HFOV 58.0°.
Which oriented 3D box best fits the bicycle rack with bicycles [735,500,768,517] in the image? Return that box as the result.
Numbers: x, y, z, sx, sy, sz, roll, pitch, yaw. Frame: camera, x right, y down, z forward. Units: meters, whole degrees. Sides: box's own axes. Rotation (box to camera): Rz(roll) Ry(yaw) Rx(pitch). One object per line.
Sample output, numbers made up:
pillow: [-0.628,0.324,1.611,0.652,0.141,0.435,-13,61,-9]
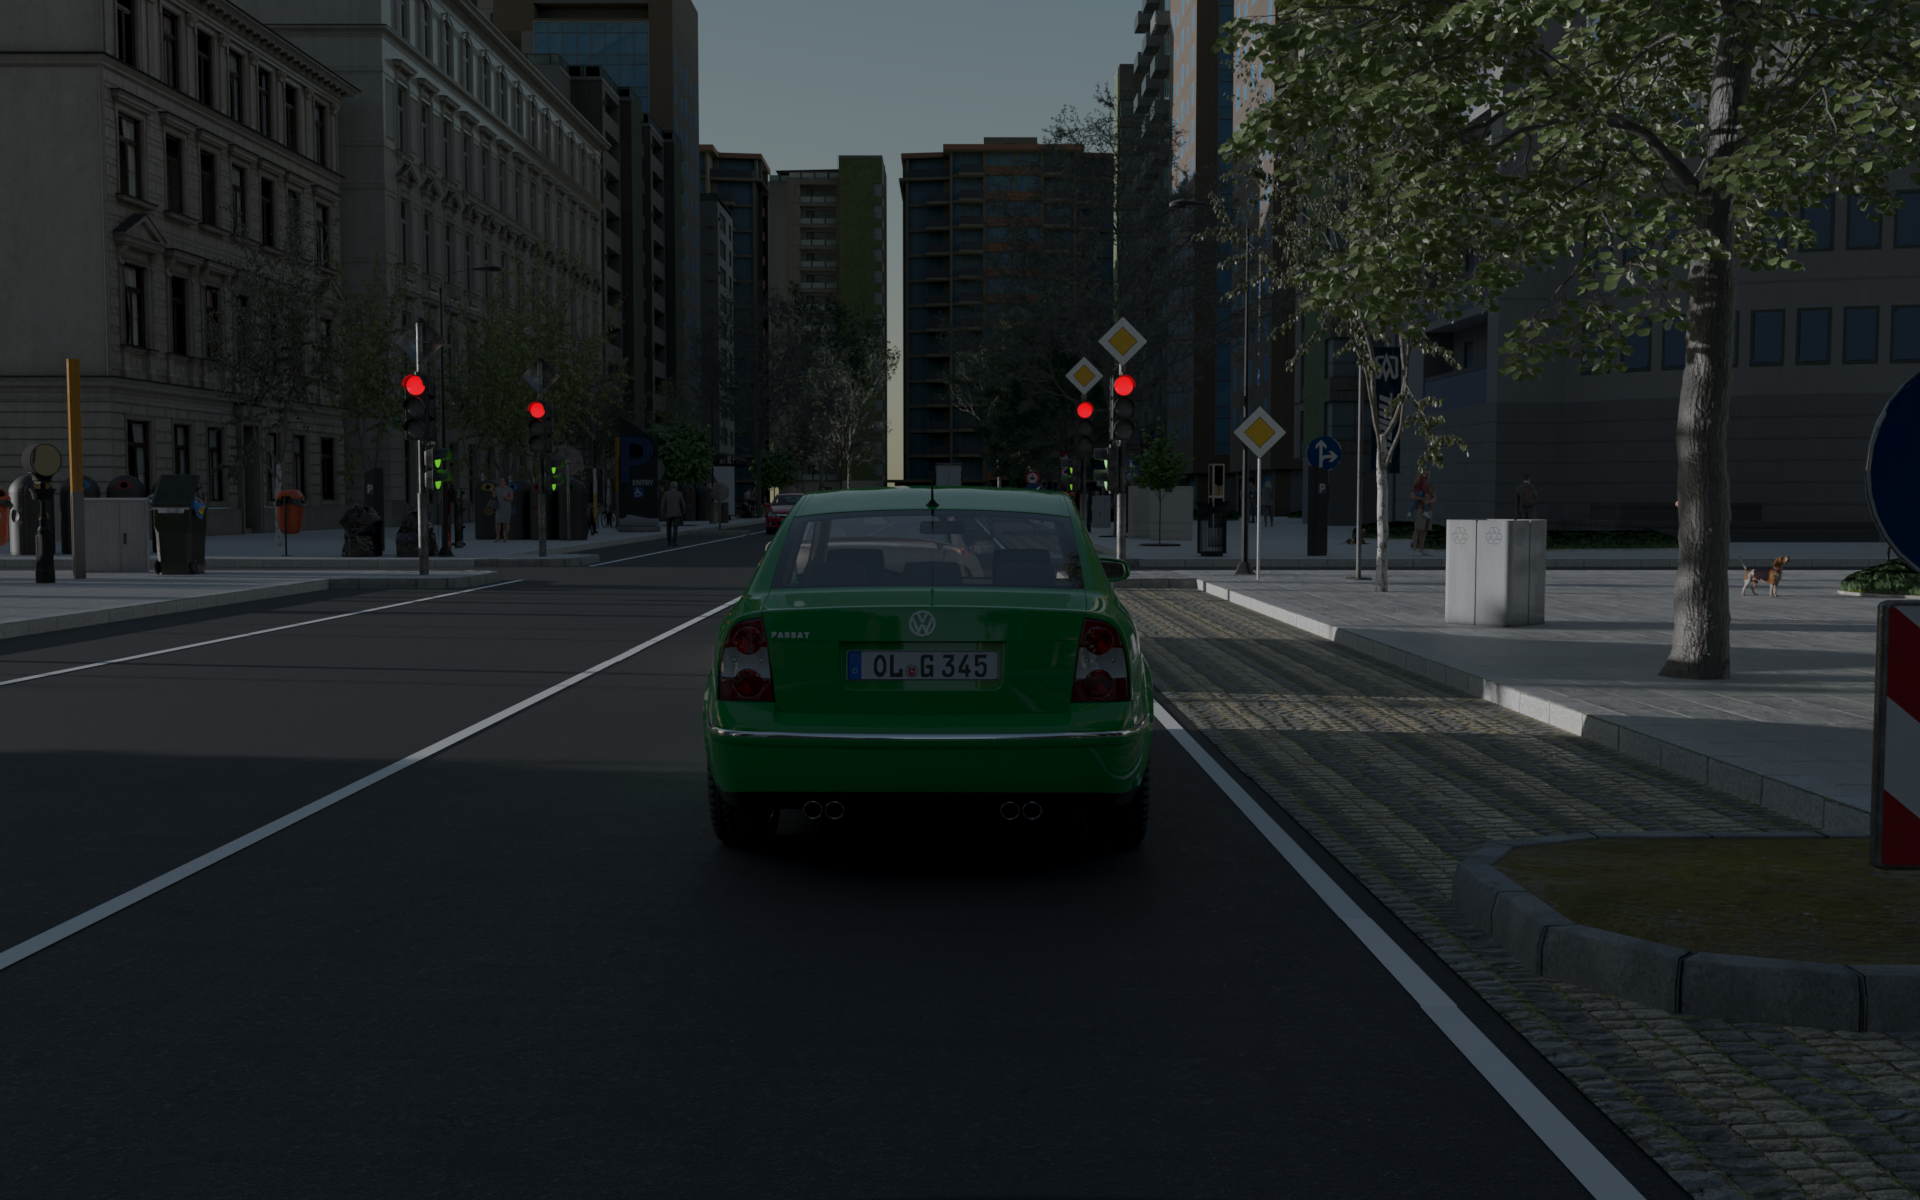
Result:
bicycle rack with bicycles: [-12.344,-5.397,101.624,2.852,0.926,2.925,1,4,21]

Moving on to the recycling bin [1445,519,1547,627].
recycling bin: [5.294,-0.279,17.116,0.722,1.027,0.722,-3,5,-42]

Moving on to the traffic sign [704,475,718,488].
traffic sign: [-12.091,-5.103,83.432,0.884,2.594,0.081,0,4,8]

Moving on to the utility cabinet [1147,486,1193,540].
utility cabinet: [5.896,-2.422,48.284,1.173,1.500,0.318,1,4,14]

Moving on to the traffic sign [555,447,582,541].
traffic sign: [-10.617,-2.865,46.956,0.768,2.556,0.104,0,4,1]

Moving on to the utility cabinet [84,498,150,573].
utility cabinet: [-13.880,-1.055,28.411,1.020,1.237,0.306,-1,4,-15]

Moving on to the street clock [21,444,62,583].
street clock: [-13.188,-1.245,24.920,0.358,2.002,0.471,2,4,31]

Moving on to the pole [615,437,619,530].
pole: [-12.236,-4.170,62.023,0.158,3.312,0.155,0,3,0]

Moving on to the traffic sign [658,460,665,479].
traffic sign: [-11.124,-3.850,63.061,0.768,2.556,0.104,1,4,9]

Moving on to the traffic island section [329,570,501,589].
traffic island section: [-8.549,-0.324,27.572,2.009,0.180,2.903,0,4,0]

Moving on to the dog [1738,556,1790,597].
dog: [10.078,-0.300,21.729,0.540,0.507,0.406,1,4,16]

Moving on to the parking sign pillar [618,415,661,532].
parking sign pillar: [-10.898,-4.296,58.714,1.447,3.967,1.447,0,4,-4]

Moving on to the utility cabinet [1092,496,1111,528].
utility cabinet: [5.375,-3.351,65.951,0.306,1.237,1.020,-1,4,-23]

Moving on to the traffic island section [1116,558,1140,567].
traffic island section: [2.556,-0.815,35.602,2.009,0.180,2.903,0,4,0]

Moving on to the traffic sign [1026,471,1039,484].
traffic sign: [4.029,-5.887,96.357,0.768,2.556,0.104,0,4,8]

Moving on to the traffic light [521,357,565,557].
traffic light: [-8.545,-2.844,35.422,0.839,4.253,0.868,0,4,0]

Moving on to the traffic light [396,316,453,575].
traffic light: [-8.509,-2.356,27.437,0.839,4.253,0.868,0,4,0]

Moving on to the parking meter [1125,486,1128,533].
parking meter: [5.374,-2.980,57.128,0.372,1.533,0.369,0,3,0]

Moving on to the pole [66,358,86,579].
pole: [-13.371,-1.979,26.205,0.158,3.312,0.155,0,3,0]

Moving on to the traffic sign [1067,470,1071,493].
traffic sign: [5.374,-5.325,87.169,0.768,2.556,0.104,1,4,9]

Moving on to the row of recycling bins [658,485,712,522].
row of recycling bins: [-13.259,-4.560,81.675,1.069,1.692,3.534,3,5,44]

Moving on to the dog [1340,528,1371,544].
dog: [10.073,-1.619,44.200,0.748,0.427,0.550,2,4,27]

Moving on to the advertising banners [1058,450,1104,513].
advertising banners: [4.887,-4.505,69.843,2.074,3.025,0.090,-1,4,-23]

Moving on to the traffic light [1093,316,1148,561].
traffic light: [2.552,-2.360,27.503,0.839,4.253,0.868,0,4,0]

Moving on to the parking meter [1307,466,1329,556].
parking meter: [7.433,-1.850,35.951,0.399,1.863,0.255,-2,4,-32]

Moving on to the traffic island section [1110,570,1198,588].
traffic island section: [2.592,-0.326,27.617,2.009,0.180,2.903,0,4,0]

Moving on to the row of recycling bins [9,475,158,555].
row of recycling bins: [-18.471,-1.846,37.302,3.534,1.692,1.069,-2,4,-29]

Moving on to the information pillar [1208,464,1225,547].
information pillar: [6.245,-2.307,42.214,0.304,2.012,0.304,-1,4,-14]

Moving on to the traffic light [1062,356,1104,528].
traffic light: [2.516,-2.848,35.488,0.839,4.253,0.868,0,4,0]

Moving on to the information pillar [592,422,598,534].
information pillar: [-11.850,-3.965,56.176,0.183,3.616,0.504,-1,4,-14]

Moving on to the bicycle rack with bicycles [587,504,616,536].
bicycle rack with bicycles: [-12.254,-2.456,53.541,2.852,0.926,2.925,0,4,4]

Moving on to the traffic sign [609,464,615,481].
traffic sign: [-14.270,-4.413,72.260,0.768,2.556,0.104,1,4,9]

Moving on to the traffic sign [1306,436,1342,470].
traffic sign: [8.000,-2.326,38.144,0.768,2.556,0.104,0,4,7]

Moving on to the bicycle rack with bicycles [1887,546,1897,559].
bicycle rack with bicycles: [15.977,-0.790,26.303,2.852,0.926,2.925,0,4,-1]

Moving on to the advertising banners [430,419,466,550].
advertising banners: [-11.968,-2.700,40.332,0.090,3.025,2.074,0,4,6]

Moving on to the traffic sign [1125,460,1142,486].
traffic sign: [6.387,-3.926,64.294,0.768,2.556,0.104,0,4,2]

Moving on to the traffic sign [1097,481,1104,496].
traffic sign: [7.476,-5.422,90.776,0.606,2.300,0.079,1,4,9]

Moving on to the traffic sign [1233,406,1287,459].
traffic sign: [4.474,-1.594,25.788,0.795,2.593,0.064,0,4,7]

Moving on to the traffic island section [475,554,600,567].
traffic island section: [-8.585,-0.812,35.557,2.009,0.180,2.903,0,4,0]

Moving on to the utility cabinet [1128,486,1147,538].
utility cabinet: [5.449,-2.528,50.017,1.173,1.500,0.318,-1,4,-23]

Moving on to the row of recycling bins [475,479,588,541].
row of recycling bins: [-12.032,-2.537,48.586,3.534,1.692,1.069,1,4,19]

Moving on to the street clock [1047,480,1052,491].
street clock: [4.780,-5.367,92.316,0.358,2.002,0.471,0,4,6]

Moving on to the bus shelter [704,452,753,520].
bus shelter: [-11.697,-5.680,86.789,2.014,3.302,5.546,0,4,0]
